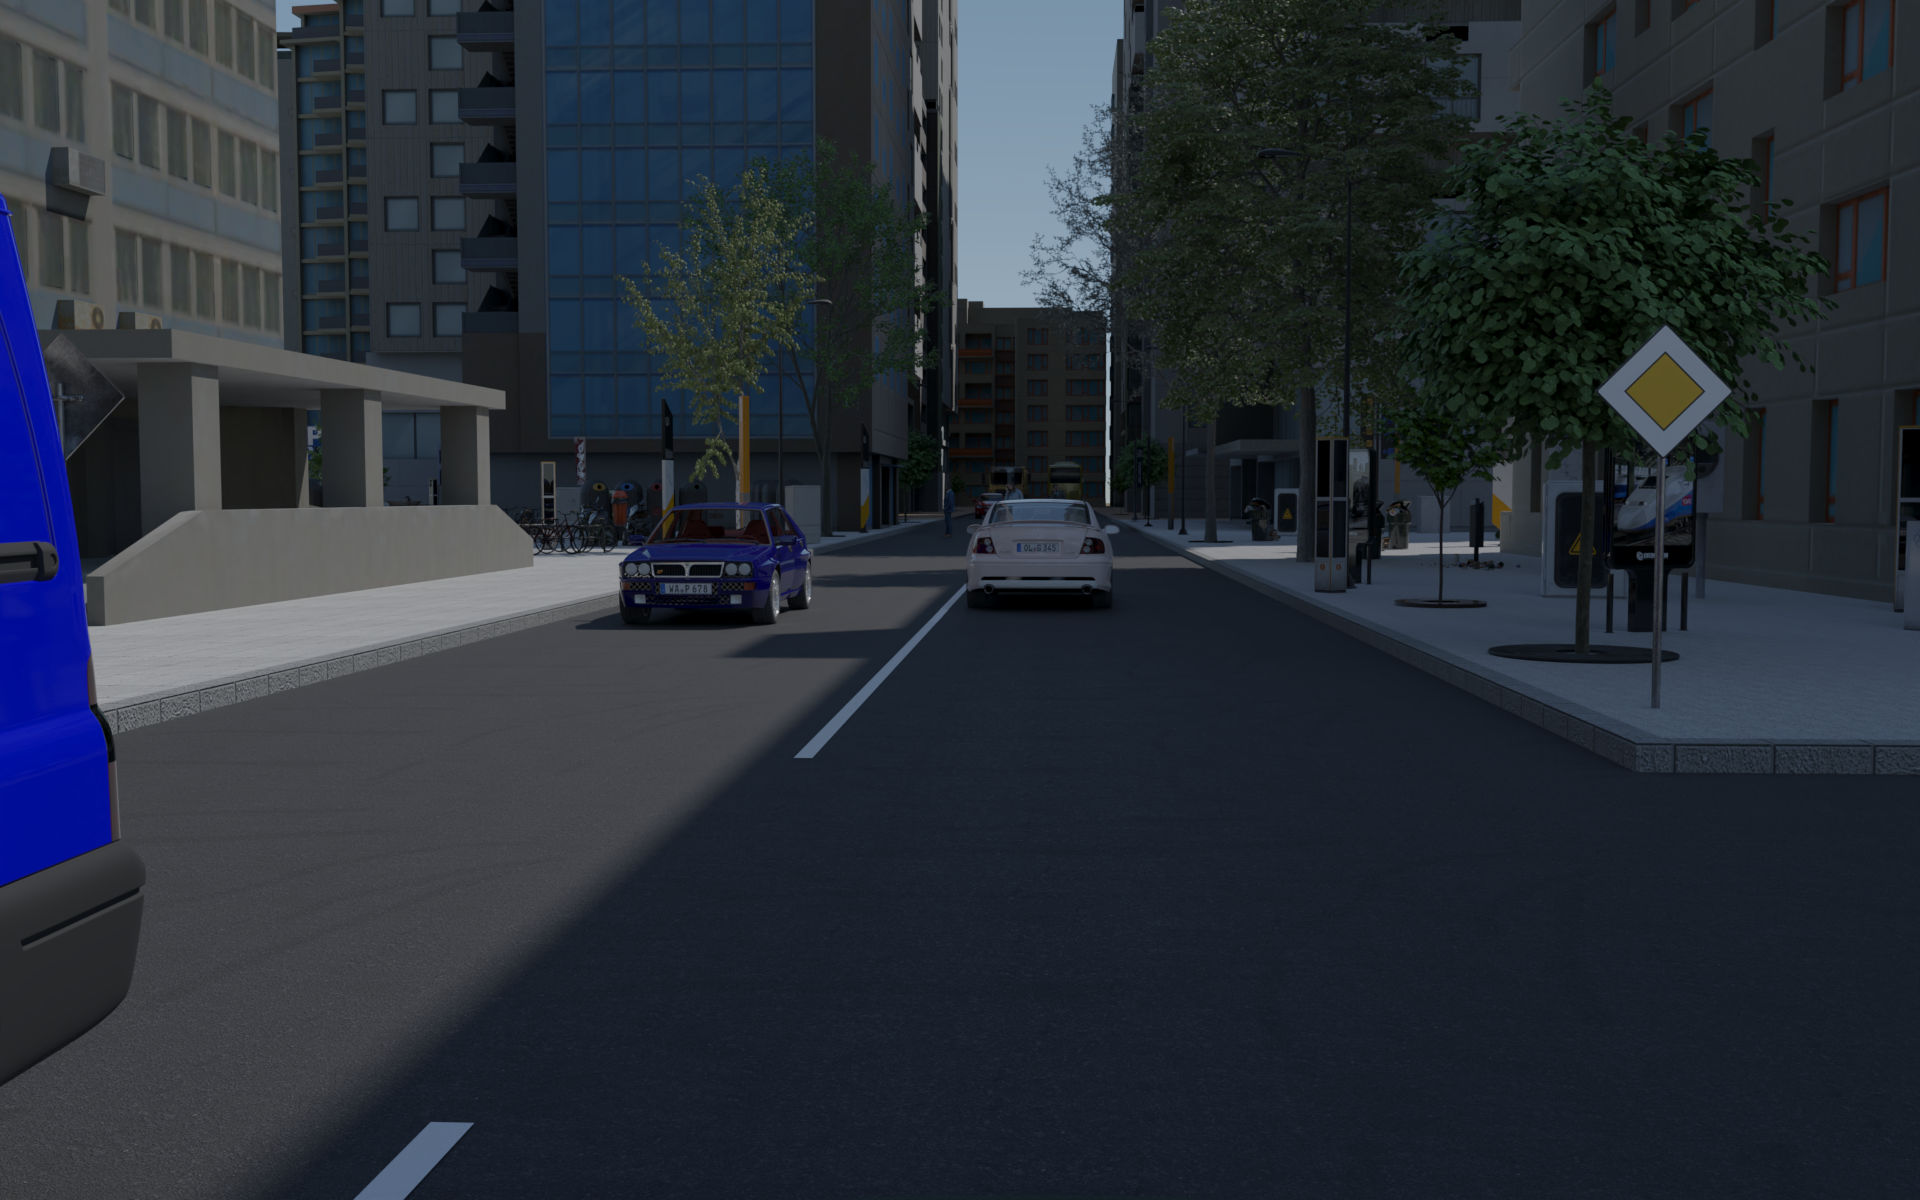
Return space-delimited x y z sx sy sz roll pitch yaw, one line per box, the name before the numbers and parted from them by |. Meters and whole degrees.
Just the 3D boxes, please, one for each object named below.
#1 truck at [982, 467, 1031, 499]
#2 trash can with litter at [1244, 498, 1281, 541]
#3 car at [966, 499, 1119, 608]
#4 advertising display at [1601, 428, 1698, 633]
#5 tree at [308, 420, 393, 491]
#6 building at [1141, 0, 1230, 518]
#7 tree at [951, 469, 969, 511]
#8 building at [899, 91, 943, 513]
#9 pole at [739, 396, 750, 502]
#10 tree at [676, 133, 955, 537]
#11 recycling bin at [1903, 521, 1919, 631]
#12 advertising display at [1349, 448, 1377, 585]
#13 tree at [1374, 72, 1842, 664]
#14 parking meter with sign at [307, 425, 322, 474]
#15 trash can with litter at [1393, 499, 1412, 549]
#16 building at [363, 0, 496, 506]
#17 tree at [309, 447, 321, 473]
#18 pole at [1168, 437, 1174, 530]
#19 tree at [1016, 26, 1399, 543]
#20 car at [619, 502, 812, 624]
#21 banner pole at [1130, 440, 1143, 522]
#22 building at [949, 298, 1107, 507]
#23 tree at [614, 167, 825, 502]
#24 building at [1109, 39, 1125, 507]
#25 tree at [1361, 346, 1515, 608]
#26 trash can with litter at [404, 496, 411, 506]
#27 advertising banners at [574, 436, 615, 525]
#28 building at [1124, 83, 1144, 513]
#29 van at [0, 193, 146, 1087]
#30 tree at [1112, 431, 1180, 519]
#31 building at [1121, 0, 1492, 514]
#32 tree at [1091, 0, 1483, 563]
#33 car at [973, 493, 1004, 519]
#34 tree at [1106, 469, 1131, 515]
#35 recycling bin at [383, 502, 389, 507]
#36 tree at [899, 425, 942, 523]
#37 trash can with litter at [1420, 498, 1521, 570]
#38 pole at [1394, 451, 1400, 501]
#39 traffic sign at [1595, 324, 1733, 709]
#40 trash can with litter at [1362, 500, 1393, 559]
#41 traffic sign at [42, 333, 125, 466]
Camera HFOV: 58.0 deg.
truck | 3.522 -7.909 125.232 3.469 3.379 9.791 0 4 4
trash can with litter | 8.287 -2.196 47.293 0.624 1.170 1.055 3 5 41
car | 1.098 -0.661 23.170 2.083 1.381 4.827 0 4 4
advertising display | 6.407 -0.666 16.095 0.974 1.923 0.123 -1 4 -19
tree | -14.025 -2.733 39.293 1.663 3.219 1.824 0 3 0
building | 21.482 -34.307 102.923 21.231 58.520 28.212 0 4 3
tree | -0.349 -8.324 130.706 1.663 3.219 1.824 0 3 0
building | -8.692 -21.398 121.562 14.160 30.474 14.107 0 4 3
pole | -4.501 -2.589 36.173 0.158 3.312 0.155 0 3 0
tree | -4.148 -7.689 51.476 9.928 11.665 9.643 0 3 0
recycling bin | 9.392 -0.226 16.252 0.722 1.027 0.722 -3 4 -37
advertising display | 5.635 -1.204 24.892 0.123 1.923 0.974 -1 4 -22
tree | 4.949 -1.825 13.555 4.285 4.588 4.351 0 3 0
parking meter with sign | -16.259 -2.959 44.647 0.543 3.016 1.738 0 4 1
trash can with litter | 10.068 -1.774 40.398 0.624 1.170 1.055 -1 4 -17
building | -16.385 -31.270 100.508 28.713 52.752 27.495 0 4 3
tree | -31.115 -6.253 85.952 4.285 4.588 4.351 0 3 0
pole | 7.567 -4.174 62.085 0.158 3.312 0.155 0 3 0
tree | 6.583 -8.265 45.505 12.009 13.543 11.850 0 3 0
car | -2.805 -0.474 20.333 1.945 1.354 3.894 0 4 3
banner pole | 8.271 -5.542 80.627 0.401 3.779 0.863 3 5 42
building | 0.699 -20.761 184.487 28.899 21.520 27.650 0 4 3
tree | -5.173 -5.393 38.535 4.737 8.622 4.395 0 3 0
building | 26.185 -33.899 177.945 21.600 48.544 21.300 0 4 3
tree | 5.646 -1.539 19.764 1.663 3.219 1.824 0 3 0
trash can with litter | -21.960 -3.541 68.948 1.678 1.210 2.233 -2 4 -29
advertising banners | -10.898 -3.419 52.082 2.074 3.025 0.090 3 4 37
building | 18.914 -21.613 125.071 14.160 30.474 14.107 0 4 3
van | -2.683 0.209 0.973 2.240 2.365 5.245 0 4 1
tree | 9.391 -6.396 88.289 4.285 4.588 4.351 0 3 0
building | 27.538 -33.992 145.000 28.713 52.752 27.495 0 4 3
tree | 6.162 -6.977 32.207 7.486 12.596 7.792 0 3 0
car | 1.860 -5.686 102.009 2.155 1.783 4.494 0 4 4
tree | 9.824 -6.869 106.907 1.663 3.219 1.824 0 3 0
recycling bin | -17.490 -2.444 52.520 0.722 1.027 0.722 0 4 -2
tree | -3.189 -6.180 84.761 4.285 4.588 4.351 0 3 0
trash can with litter | 8.916 -1.170 30.194 1.678 1.210 2.233 1 4 14
pole | 14.482 -3.885 57.368 0.158 3.312 0.155 0 3 0
traffic sign | 4.161 -0.408 10.307 0.795 2.450 0.064 0 4 3
trash can with litter | 7.912 -1.399 34.262 0.624 1.170 1.055 -2 4 -26
traffic sign | -5.617 -0.441 10.860 0.795 2.450 0.064 0 4 3
